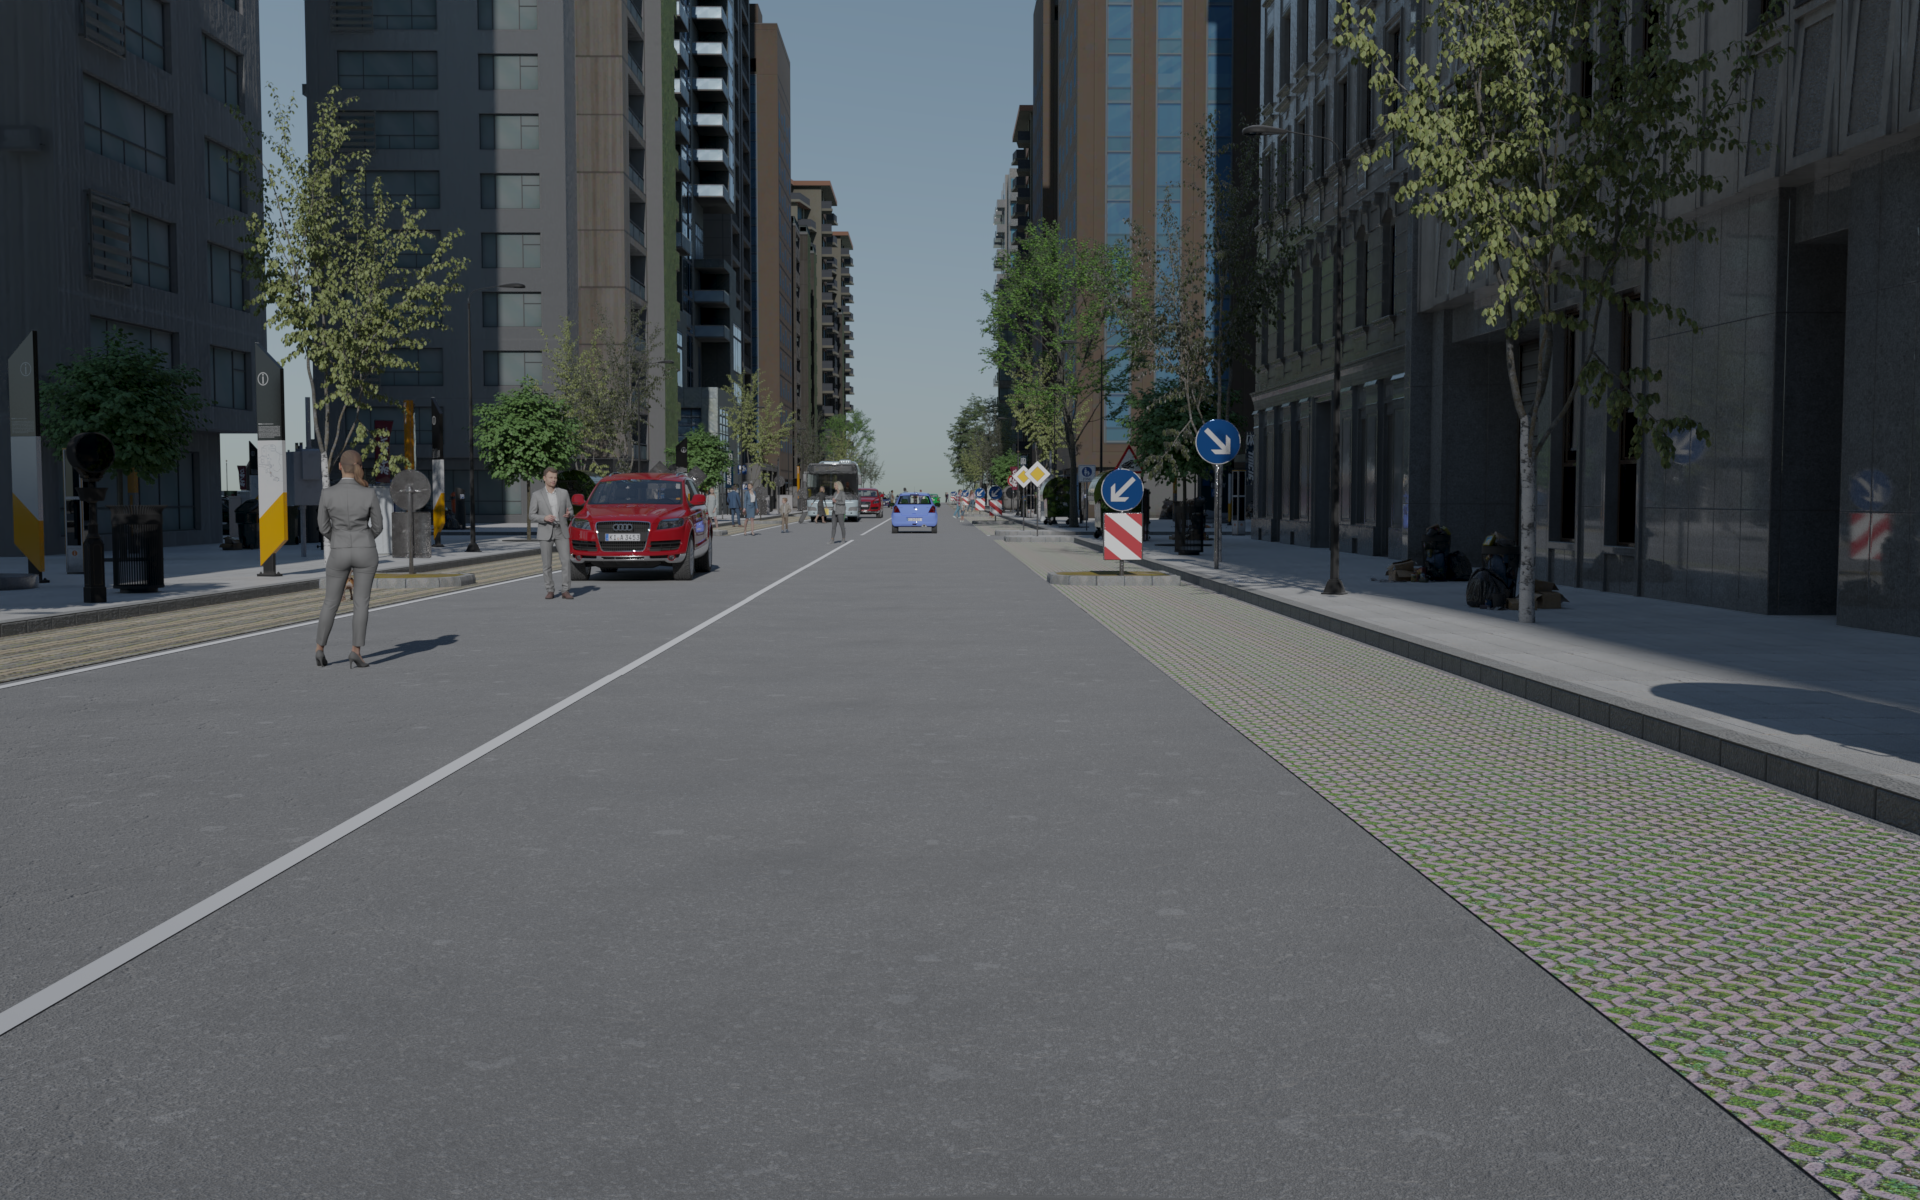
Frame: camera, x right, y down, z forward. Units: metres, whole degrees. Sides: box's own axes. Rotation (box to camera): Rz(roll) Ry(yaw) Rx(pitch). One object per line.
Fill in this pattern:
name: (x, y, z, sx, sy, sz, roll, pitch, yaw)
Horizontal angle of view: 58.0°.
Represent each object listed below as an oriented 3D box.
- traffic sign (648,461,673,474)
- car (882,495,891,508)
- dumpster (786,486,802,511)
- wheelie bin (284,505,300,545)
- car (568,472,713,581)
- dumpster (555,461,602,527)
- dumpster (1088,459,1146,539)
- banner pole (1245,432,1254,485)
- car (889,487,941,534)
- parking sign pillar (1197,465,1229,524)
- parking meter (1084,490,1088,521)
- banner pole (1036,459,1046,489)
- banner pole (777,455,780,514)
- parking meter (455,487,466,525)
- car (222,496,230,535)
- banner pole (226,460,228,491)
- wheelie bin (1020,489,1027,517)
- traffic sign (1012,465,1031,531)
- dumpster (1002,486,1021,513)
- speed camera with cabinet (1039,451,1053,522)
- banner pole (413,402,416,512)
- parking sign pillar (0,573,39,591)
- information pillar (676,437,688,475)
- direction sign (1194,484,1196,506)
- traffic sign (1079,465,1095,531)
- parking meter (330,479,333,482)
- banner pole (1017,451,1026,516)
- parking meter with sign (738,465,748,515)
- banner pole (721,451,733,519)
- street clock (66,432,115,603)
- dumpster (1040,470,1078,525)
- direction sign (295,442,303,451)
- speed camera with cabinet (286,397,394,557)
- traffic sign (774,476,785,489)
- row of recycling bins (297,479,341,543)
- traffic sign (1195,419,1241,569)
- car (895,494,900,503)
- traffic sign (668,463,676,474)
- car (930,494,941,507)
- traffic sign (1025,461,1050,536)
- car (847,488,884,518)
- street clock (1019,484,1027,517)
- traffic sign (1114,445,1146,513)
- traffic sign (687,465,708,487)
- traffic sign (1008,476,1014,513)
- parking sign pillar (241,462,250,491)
traffic sign: (-9.053, -2.974, 52.271, 0.795, 2.450, 0.064, 0, 4, -1)
car: (-8.220, -10.401, 182.643, 1.945, 1.354, 3.894, 0, 4, -3)
dumpster: (-12.344, -7.533, 128.914, 1.264, 1.857, 1.865, 0, 4, -1)
wheelie bin: (-17.048, -2.178, 43.521, 0.980, 1.594, 0.693, -2, 4, -35)
car: (-5.517, -1.322, 30.292, 2.281, 1.827, 5.304, 0, 4, -3)
dumpster: (-11.141, -2.937, 50.509, 1.502, 2.255, 1.985, 0, 4, -1)
dumpster: (4.453, -2.847, 49.043, 1.502, 2.255, 1.985, 0, 4, -1)
banner pole: (10.358, -4.334, 60.877, 0.863, 3.779, 0.401, 3, 5, 43)
car: (-1.678, -3.339, 64.184, 1.945, 1.707, 3.694, 0, 4, -1)
parking sign pillar: (11.079, -5.344, 75.842, 1.447, 3.967, 1.447, -1, 4, -15)
parking meter: (6.020, -4.608, 83.756, 0.372, 1.533, 0.369, 0, 3, 0)
banner pole: (5.375, -7.581, 113.966, 0.863, 3.779, 0.401, 0, 4, 3)
banner pole: (-11.518, -7.330, 109.860, 0.401, 3.779, 0.863, 0, 4, 2)
parking meter: (-18.684, -3.447, 64.775, 0.372, 1.533, 0.369, 0, 3, 0)
car: (-23.653, -2.756, 54.848, 4.222, 1.686, 2.009, 0, 4, -3)
banner pole: (-53.819, -8.389, 127.177, 0.401, 3.779, 0.863, -1, 4, -23)
wheelie bin: (3.709, -5.412, 96.400, 0.693, 1.594, 0.980, 0, 4, 4)
traffic sign: (2.219, -3.472, 60.408, 0.795, 2.450, 0.064, 0, 4, -1)
dumpster: (3.473, -6.813, 117.158, 1.264, 1.857, 1.865, 0, 4, -1)
speed camera with cabinet: (4.007, -5.244, 80.071, 0.660, 3.252, 2.038, 0, 4, 4)
banner pole: (-14.827, -3.491, 47.095, 0.401, 3.779, 0.863, -1, 4, -22)
parking sign pillar: (-13.280, -2.131, 23.315, 1.447, 3.967, 1.447, -2, 4, -26)
information pillar: (-11.249, -4.819, 70.140, 0.504, 3.616, 0.183, 0, 4, -8)
direction sign: (8.500, -4.317, 62.586, 0.379, 3.537, 0.876, -1, 4, -13)
traffic sign: (4.430, -3.573, 60.552, 0.606, 2.300, 0.079, 0, 4, 0)
parking meter: (-25.059, -3.861, 68.838, 0.255, 1.863, 0.399, -2, 4, -29)
banner pole: (3.526, -6.715, 99.799, 0.863, 3.779, 0.401, 3, 5, 43)
parking meter with sign: (-12.999, -6.597, 104.127, 0.543, 3.016, 1.738, -1, 4, -13)
banner pole: (-11.902, -6.007, 88.235, 0.863, 3.779, 0.401, 1, 4, 18)
street clock: (-10.226, -0.969, 20.421, 0.358, 2.002, 0.471, 3, 4, 38)
dumpster: (4.106, -4.234, 71.715, 1.502, 2.255, 1.985, 0, 4, -1)
direction sign: (-28.998, -5.142, 76.065, 0.379, 3.537, 0.876, -3, 5, -41)
speed camera with cabinet: (-12.865, -2.545, 35.941, 2.038, 3.252, 0.660, -3, 4, -38)
traffic sign: (-12.503, -7.326, 119.893, 0.768, 2.556, 0.104, 0, 4, 2)
row of recycling bins: (-16.936, -2.423, 46.727, 1.069, 1.692, 3.534, 1, 4, 13)
traffic sign: (4.386, -1.800, 29.542, 0.768, 2.556, 0.104, 0, 4, 0)
car: (-9.296, -15.915, 272.205, 2.014, 1.417, 4.499, 0, 4, 0)
traffic sign: (-11.741, -4.370, 71.558, 0.768, 2.556, 0.104, 0, 4, 8)
car: (-3.038, -10.877, 186.632, 1.959, 1.807, 4.718, 0, 4, -1)
traffic sign: (2.341, -2.984, 52.424, 0.795, 2.450, 0.064, 0, 4, -1)
car: (-5.676, -5.826, 103.932, 2.281, 1.827, 5.304, 0, 4, 0)
street clock: (3.548, -5.713, 97.976, 0.358, 2.002, 0.471, 3, 5, 42)
traffic sign: (4.433, -2.781, 45.479, 0.884, 2.594, 0.081, 0, 4, 4)
traffic sign: (-9.174, -3.463, 60.255, 0.795, 2.450, 0.064, 0, 4, -1)
traffic sign: (3.535, -7.014, 114.785, 0.768, 2.556, 0.104, 0, 4, 0)
parking sign pillar: (-53.684, -8.678, 130.356, 1.447, 3.967, 1.447, 0, 4, -2)
